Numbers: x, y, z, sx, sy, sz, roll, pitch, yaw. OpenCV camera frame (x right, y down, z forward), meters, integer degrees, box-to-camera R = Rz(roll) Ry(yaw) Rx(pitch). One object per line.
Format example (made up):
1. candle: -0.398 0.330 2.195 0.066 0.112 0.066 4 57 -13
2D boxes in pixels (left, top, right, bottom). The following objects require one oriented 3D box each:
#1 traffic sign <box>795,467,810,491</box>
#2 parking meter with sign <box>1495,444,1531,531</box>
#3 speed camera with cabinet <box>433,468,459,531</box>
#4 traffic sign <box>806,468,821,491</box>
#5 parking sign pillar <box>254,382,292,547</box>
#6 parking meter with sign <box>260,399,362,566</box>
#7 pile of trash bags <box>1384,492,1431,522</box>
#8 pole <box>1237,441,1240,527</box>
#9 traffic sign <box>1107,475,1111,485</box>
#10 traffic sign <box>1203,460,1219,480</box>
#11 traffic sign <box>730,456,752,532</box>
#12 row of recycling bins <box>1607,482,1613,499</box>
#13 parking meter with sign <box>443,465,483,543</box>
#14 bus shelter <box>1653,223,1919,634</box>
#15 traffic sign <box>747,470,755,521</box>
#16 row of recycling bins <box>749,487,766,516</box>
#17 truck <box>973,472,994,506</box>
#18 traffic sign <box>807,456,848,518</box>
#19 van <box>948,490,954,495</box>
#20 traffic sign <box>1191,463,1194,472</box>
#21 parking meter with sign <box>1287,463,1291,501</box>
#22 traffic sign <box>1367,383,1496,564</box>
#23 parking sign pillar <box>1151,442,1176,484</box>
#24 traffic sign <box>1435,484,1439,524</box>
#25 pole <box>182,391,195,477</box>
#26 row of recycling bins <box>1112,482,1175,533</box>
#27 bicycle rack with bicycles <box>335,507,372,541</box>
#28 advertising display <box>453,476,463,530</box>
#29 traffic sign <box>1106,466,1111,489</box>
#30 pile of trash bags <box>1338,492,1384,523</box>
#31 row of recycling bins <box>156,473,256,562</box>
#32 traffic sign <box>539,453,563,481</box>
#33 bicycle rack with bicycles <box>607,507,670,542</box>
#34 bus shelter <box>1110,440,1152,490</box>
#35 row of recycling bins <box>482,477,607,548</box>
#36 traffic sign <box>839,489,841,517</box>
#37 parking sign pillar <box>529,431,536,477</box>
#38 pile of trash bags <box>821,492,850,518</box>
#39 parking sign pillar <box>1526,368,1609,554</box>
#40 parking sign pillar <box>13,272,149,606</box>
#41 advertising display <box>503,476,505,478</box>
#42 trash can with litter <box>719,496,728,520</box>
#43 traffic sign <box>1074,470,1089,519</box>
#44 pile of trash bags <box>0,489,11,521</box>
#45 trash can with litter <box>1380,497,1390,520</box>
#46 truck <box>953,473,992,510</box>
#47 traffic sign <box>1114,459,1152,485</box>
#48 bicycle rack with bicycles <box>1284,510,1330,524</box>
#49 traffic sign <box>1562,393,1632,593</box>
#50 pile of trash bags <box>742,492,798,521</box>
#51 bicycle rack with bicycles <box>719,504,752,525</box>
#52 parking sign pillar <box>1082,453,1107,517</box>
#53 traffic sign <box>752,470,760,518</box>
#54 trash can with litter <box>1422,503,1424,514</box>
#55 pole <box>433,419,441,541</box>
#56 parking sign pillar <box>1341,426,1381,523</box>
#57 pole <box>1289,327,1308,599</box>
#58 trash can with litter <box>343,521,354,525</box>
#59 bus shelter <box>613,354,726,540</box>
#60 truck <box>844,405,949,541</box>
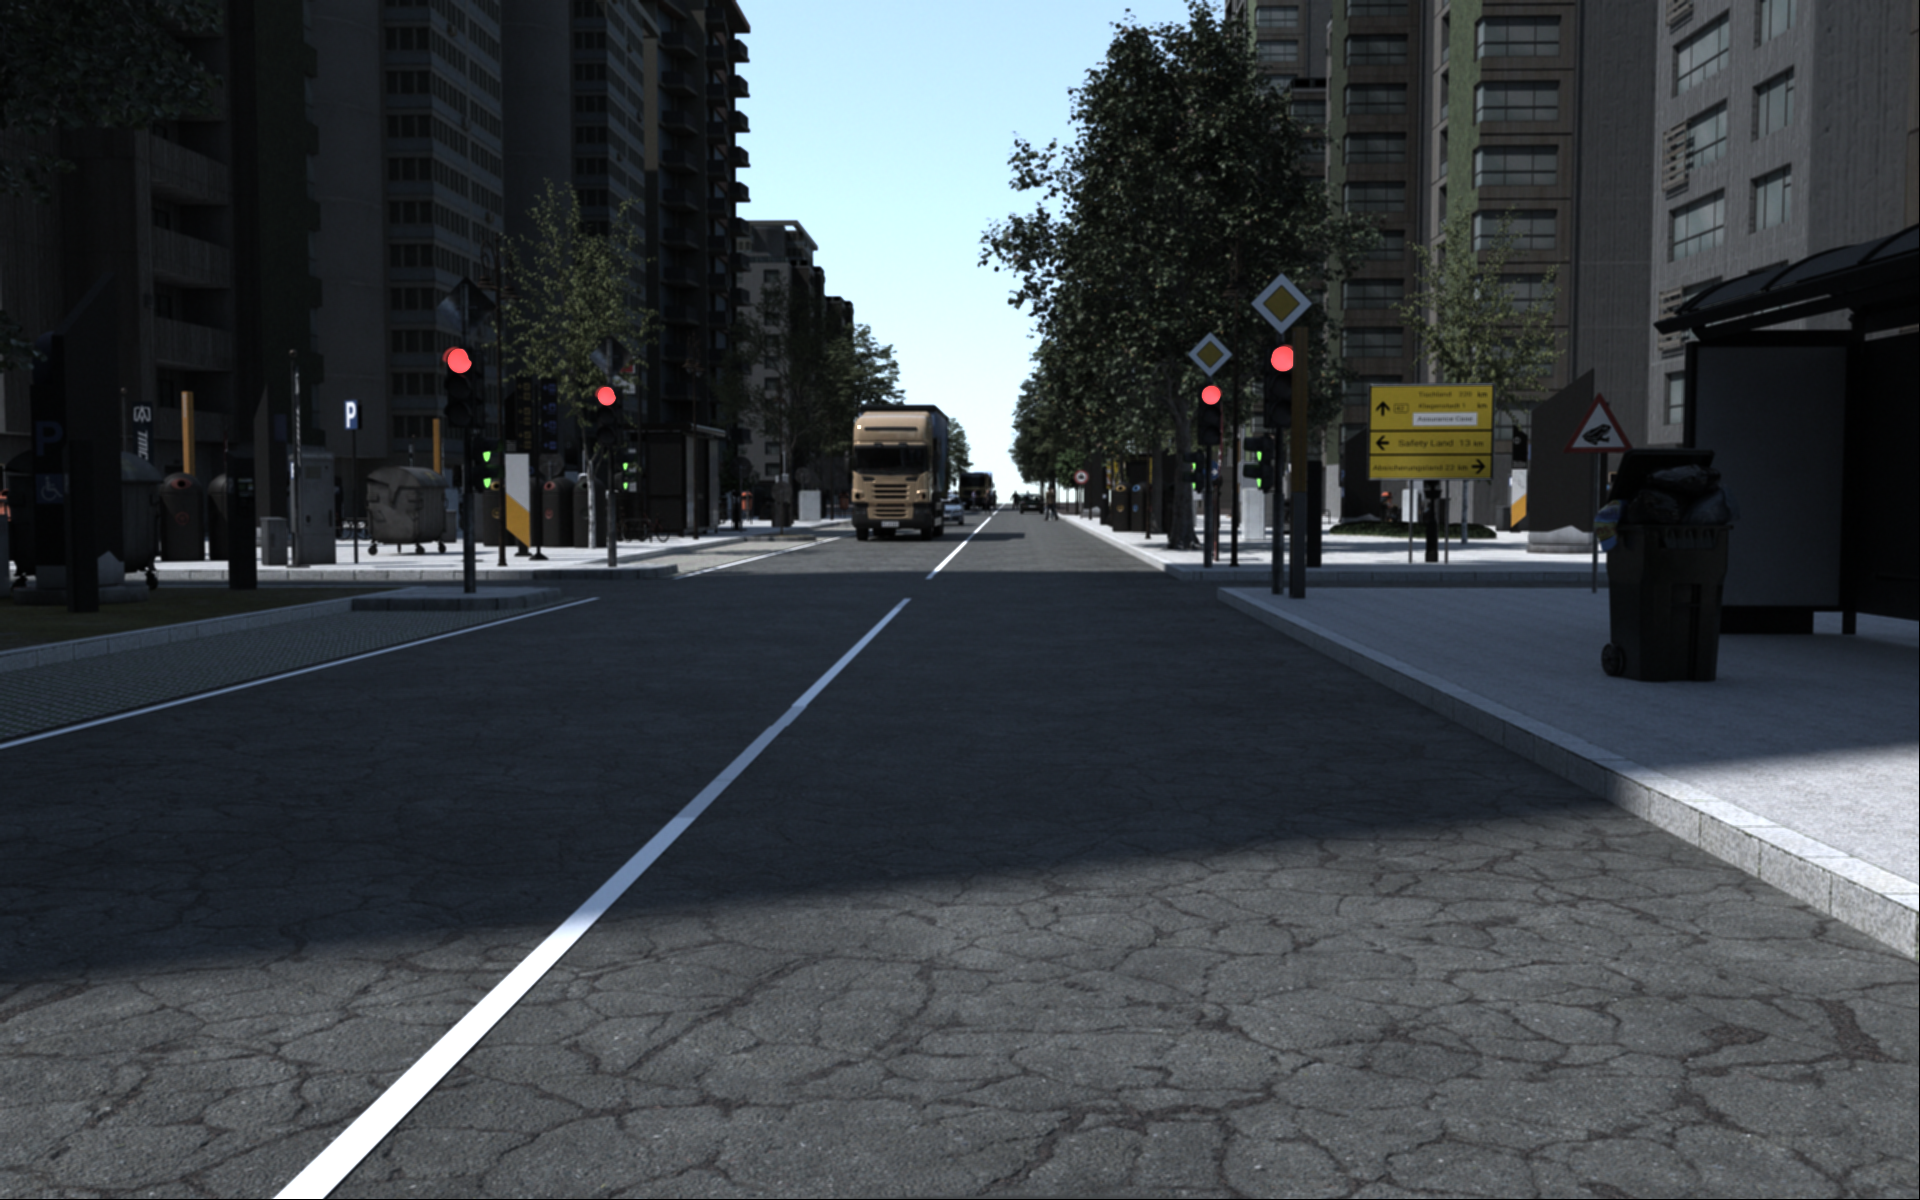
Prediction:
1. traffic sign: -7.480 -5.022 82.208 0.768 2.556 0.104 1 4 10
2. parking meter with sign: 19.322 -3.895 59.952 1.738 3.016 0.543 -2 4 -30
3. speed camera with cabinet: -17.887 -4.035 60.310 0.660 3.252 2.038 -2 4 -24
4. traffic sign: -7.432 -5.340 87.308 0.884 2.594 0.081 0 4 7
5. parking sign pillar: -16.867 -3.296 42.365 1.447 3.967 1.447 -3 4 -36
6. parking meter with sign: -11.826 -2.159 31.560 1.738 3.016 0.543 -3 5 -44
7. pile of trash bags: 18.192 -3.607 68.732 1.912 1.369 3.447 2 4 23
8. pole: 10.715 -4.473 66.979 0.158 3.312 0.155 0 3 0
9. traffic sign: 8.604 -6.267 102.474 0.884 2.594 0.081 0 4 4
10. traffic sign: 9.358 -3.960 64.847 0.768 2.556 0.104 1 4 9
11. traffic sign: -7.352 -3.545 58.069 0.768 2.556 0.104 0 4 6
12. row of recycling bins: 20.905 -2.919 54.835 1.069 1.692 3.534 0 3 0
13. parking meter with sign: -12.755 -3.019 45.620 1.738 3.016 0.543 -1 4 -12
14. bus shelter: 7.343 -1.187 13.330 2.014 3.302 5.546 0 4 2
15. traffic sign: -9.966 -4.959 81.187 0.768 2.556 0.104 0 4 5
16. row of recycling bins: -11.820 -5.753 101.172 1.069 1.692 3.534 0 4 -6
17. truck: 2.969 -13.613 212.329 2.967 4.110 18.799 0 4 3
18. traffic sign: -7.191 -6.115 93.847 2.265 3.308 0.079 1 4 8
19. van: -1.366 -10.337 176.020 2.013 2.044 4.112 0 4 1
20. traffic sign: 8.112 -3.765 61.660 0.768 2.556 0.104 0 4 5
21. parking meter with sign: 19.022 -6.247 98.402 0.543 3.016 1.738 1 4 23
22. traffic sign: 8.652 -2.325 31.892 2.265 3.308 0.079 1 4 9
23. parking sign pillar: 10.149 -5.944 85.661 1.447 3.967 1.447 -1 4 -12
24. traffic sign: 9.236 -2.045 33.542 0.768 2.556 0.104 0 4 5
25. pole: -15.352 -2.487 34.509 0.158 3.312 0.155 0 3 0
26. row of recycling bins: 6.405 -3.119 58.115 1.069 1.692 3.534 -2 4 -34
27. bicycle rack with bicycles: -16.500 -2.149 48.523 2.925 0.926 2.852 1 4 22
28. advertising display: -17.590 -3.456 61.724 0.974 1.923 0.123 0 4 1
29. traffic sign: 9.069 -6.799 105.036 2.265 3.308 0.079 0 4 2
30. pile of trash bags: 18.676 -4.207 78.534 1.912 1.369 3.447 3 5 40
31. row of recycling bins: -15.313 -1.580 32.948 3.534 1.692 1.069 -2 4 -34
32. traffic sign: -11.919 -3.076 50.397 0.768 2.556 0.104 0 4 4
33. bicycle rack with bicycles: -9.443 -2.013 46.290 2.852 0.926 2.925 -3 4 -38
34. bus shelter: 9.523 -7.085 93.472 2.179 5.291 8.768 0 4 2
35. row of recycling bins: -10.101 -2.141 42.125 3.534 1.692 1.069 2 4 24
36. traffic sign: -6.749 -5.958 97.520 0.768 2.556 0.104 0 4 7
37. parking sign pillar: -13.319 -3.920 52.559 1.447 3.967 1.447 -2 4 -35
38. pile of trash bags: -7.563 -5.041 92.179 3.447 1.369 1.912 0 4 2
39. parking sign pillar: 13.136 -3.013 37.734 1.447 3.967 1.447 3 4 36
40. parking sign pillar: -10.452 -1.959 20.503 1.447 3.967 1.447 0 4 0
41. advertising display: -16.662 -3.501 62.461 0.123 1.923 0.974 -3 5 -42
42. trash can with litter: -11.906 -4.553 85.830 0.624 1.170 1.055 -2 4 -26
43. traffic sign: 6.332 -5.523 90.409 0.768 2.556 0.104 1 4 10
44. pile of trash bags: -19.185 -1.455 33.550 3.447 1.369 1.912 2 4 27
45. trash can with litter: 17.485 -3.750 72.704 1.055 1.170 0.624 -2 4 -25
46. truck: 1.334 -9.935 158.360 3.469 3.379 9.791 0 4 3
47. traffic sign: 9.795 -6.383 98.241 2.265 3.308 0.079 0 4 3
48. bicycle rack with bicycles: 14.417 -3.677 73.504 2.852 0.926 2.925 -1 4 -17
49. traffic sign: 8.233 -1.370 22.397 0.884 2.594 0.081 0 4 8
50. pile of trash bags: -9.189 -4.580 84.641 3.447 1.369 1.912 -3 4 -38
51. bicycle rack with bicycles: -10.318 -3.678 73.515 2.852 0.926 2.925 3 5 43
52. parking sign pillar: 7.452 -6.545 95.486 1.447 3.967 1.447 3 5 41
53. traffic sign: -10.998 -5.613 91.876 0.768 2.556 0.104 0 4 7
54. trash can with litter: 18.712 -3.697 71.830 1.055 1.170 0.624 2 4 26
55. pole: -14.189 -3.254 47.054 0.158 3.312 0.155 0 3 0
56. parking sign pillar: 14.024 -4.409 60.562 1.447 3.967 1.447 0 4 -6
57. pole: 4.155 -1.676 21.249 0.158 3.312 0.155 0 3 0
58. trash can with litter: -26.314 -3.806 73.284 1.678 1.210 2.233 -2 4 -28
59. bus shelter: -8.901 -4.578 52.476 2.179 5.291 8.768 0 4 2
60. truck: -1.874 -4.142 56.639 2.839 4.237 11.283 0 4 2
